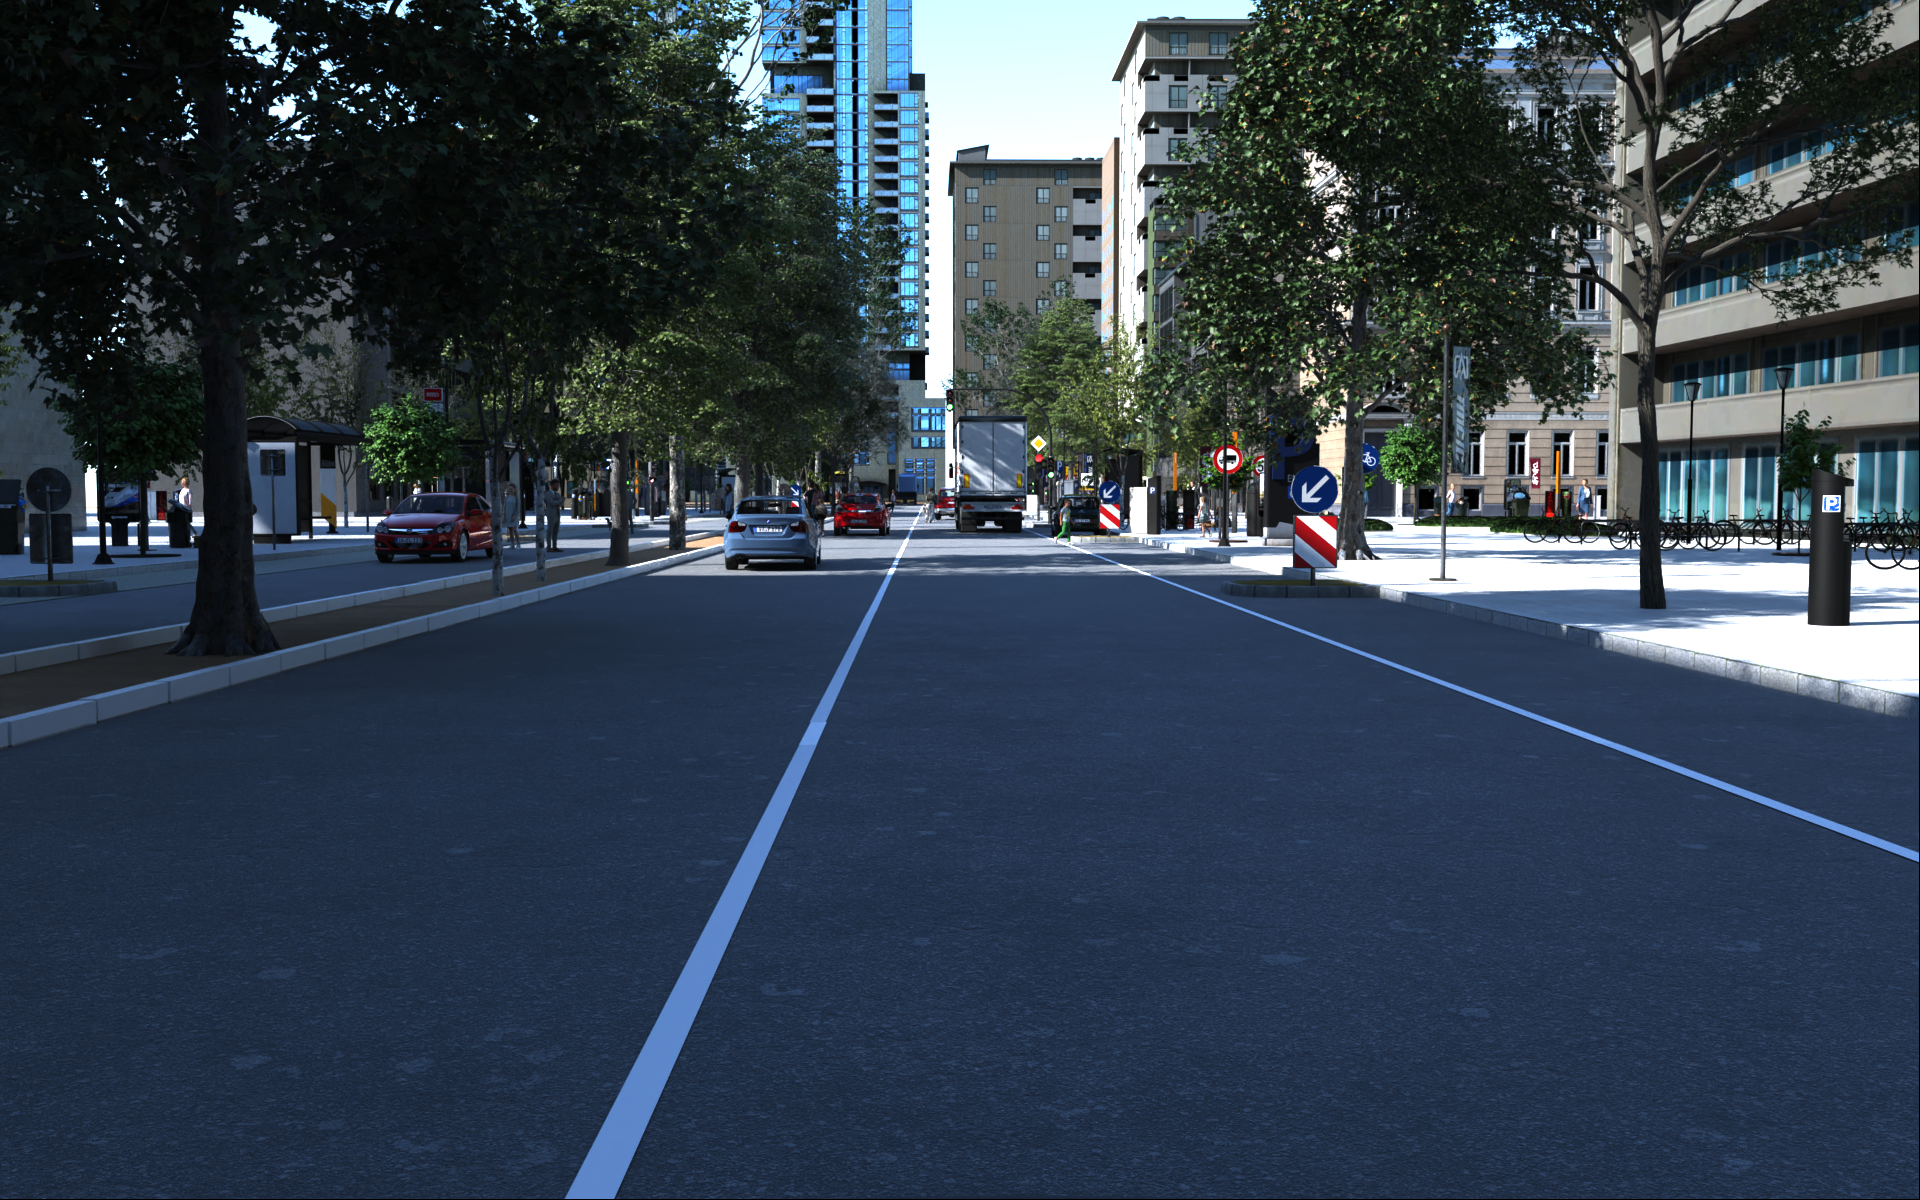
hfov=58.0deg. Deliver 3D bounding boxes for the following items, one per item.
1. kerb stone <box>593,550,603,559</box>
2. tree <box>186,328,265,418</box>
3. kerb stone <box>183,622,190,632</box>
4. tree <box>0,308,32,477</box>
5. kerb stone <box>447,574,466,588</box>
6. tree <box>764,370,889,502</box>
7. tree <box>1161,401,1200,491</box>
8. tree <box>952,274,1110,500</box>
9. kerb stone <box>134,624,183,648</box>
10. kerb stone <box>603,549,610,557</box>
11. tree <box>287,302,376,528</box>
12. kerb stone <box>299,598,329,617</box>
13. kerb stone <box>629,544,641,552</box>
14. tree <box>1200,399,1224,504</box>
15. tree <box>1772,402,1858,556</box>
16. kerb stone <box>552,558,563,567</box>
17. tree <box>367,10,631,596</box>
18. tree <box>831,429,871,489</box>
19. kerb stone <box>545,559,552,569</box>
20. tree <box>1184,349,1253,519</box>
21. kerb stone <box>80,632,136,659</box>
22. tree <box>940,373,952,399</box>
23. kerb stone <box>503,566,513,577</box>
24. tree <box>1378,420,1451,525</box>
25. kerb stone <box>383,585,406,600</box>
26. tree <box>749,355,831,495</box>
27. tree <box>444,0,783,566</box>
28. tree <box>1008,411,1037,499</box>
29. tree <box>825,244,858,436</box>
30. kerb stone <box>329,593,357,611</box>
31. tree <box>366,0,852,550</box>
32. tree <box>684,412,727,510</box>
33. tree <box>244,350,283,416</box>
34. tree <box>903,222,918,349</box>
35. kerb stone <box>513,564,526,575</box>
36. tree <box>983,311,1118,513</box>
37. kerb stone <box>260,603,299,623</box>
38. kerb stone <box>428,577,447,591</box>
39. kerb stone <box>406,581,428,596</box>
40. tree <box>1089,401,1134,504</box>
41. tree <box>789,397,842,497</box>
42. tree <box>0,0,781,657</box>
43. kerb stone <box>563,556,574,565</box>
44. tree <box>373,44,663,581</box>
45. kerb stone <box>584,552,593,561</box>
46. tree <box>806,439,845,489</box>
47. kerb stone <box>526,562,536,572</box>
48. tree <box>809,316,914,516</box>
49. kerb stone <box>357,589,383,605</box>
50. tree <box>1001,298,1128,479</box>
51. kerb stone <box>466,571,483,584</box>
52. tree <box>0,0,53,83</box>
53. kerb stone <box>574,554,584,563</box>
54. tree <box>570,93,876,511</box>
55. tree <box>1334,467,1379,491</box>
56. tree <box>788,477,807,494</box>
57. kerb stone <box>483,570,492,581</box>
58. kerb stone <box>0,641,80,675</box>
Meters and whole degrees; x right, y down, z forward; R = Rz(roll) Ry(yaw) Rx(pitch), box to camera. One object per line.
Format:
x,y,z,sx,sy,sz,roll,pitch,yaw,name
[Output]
-8.043,-0.963,37.949,0.120,0.150,1.000,0,4,-1,kerb stone
-24.428,-6.683,59.630,4.737,8.622,4.395,0,3,0,tree
-7.670,0.295,17.435,0.120,0.150,1.000,0,4,-1,kerb stone
-26.218,-5.751,44.398,4.737,8.622,4.395,0,3,0,tree
-7.840,-0.273,26.662,0.120,0.150,1.000,0,4,-1,kerb stone
-7.869,-9.423,90.942,8.767,10.594,7.601,0,4,-1,tree
16.503,-10.710,125.465,4.360,8.622,3.978,0,3,0,tree
6.973,-17.912,148.745,12.611,20.169,13.585,0,3,0,tree
-7.664,0.356,16.413,0.120,0.150,1.000,0,4,-1,kerb stone
-8.066,-1.026,38.973,0.120,0.150,1.000,0,4,-1,kerb stone
-23.387,-7.050,65.630,4.360,8.622,3.978,0,3,0,tree
-7.733,0.103,20.513,0.120,0.150,1.000,0,4,-1,kerb stone
-8.139,-1.277,43.073,0.120,0.150,1.000,0,4,-1,kerb stone
13.523,-9.233,101.328,4.737,8.622,4.395,0,3,0,tree
17.398,-2.530,35.969,1.663,3.219,1.824,0,3,0,tree
-7.975,-0.713,33.848,0.120,0.150,1.000,0,4,-1,kerb stone
-6.420,-4.338,23.742,4.737,8.622,4.395,0,3,0,tree
-8.310,-10.395,122.776,4.360,8.622,3.978,0,3,0,tree
-7.957,-0.650,32.819,0.120,0.150,1.000,0,4,-1,kerb stone
15.227,-9.493,89.621,7.601,10.594,8.767,-1,4,-18,tree
-7.638,0.419,15.391,0.120,0.150,1.000,0,4,-1,kerb stone
4.637,-22.969,231.433,12.611,20.169,13.585,0,3,0,tree
-7.899,-0.462,29.748,0.120,0.150,1.000,0,4,-1,kerb stone
19.027,-5.422,72.362,4.285,4.588,4.351,0,3,0,tree
-7.793,-0.082,23.588,0.120,0.150,1.000,0,4,-1,kerb stone
-7.646,-7.321,72.513,4.360,8.622,3.978,0,3,0,tree
-6.899,-6.970,34.549,7.486,12.596,7.792,0,3,0,tree
4.747,-11.573,139.587,4.737,8.622,4.395,0,3,0,tree
-7.654,-8.840,65.123,7.486,12.596,7.792,0,3,0,tree
-7.755,0.042,21.537,0.120,0.150,1.000,0,4,-1,kerb stone
-8.438,-11.381,44.420,12.611,20.169,13.585,0,3,0,tree
-22.163,-11.846,144.049,4.737,8.622,4.395,0,3,0,tree
-23.606,-6.309,53.507,4.360,8.622,3.978,0,3,0,tree
-9.460,-14.830,100.809,12.611,20.169,13.585,0,3,0,tree
-7.927,-0.523,30.776,0.120,0.150,1.000,0,4,-1,kerb stone
6.334,-12.607,116.492,12.009,13.543,11.850,0,3,0,tree
-7.714,0.166,19.491,0.120,0.150,1.000,0,4,-1,kerb stone
-7.829,-0.210,25.632,0.120,0.150,1.000,0,4,-1,kerb stone
-7.805,-0.140,24.610,0.120,0.150,1.000,0,4,-1,kerb stone
10.932,-11.010,130.379,4.360,8.622,3.978,0,3,0,tree
-7.714,-7.984,83.356,4.737,8.622,4.395,0,3,0,tree
-6.612,-5.867,15.394,9.611,12.733,9.660,0,3,0,tree
-7.993,-0.772,34.879,0.120,0.150,1.000,0,4,-1,kerb stone
-6.891,-4.621,28.374,4.360,8.622,3.978,0,3,0,tree
-8.032,-0.901,36.927,0.120,0.150,1.000,0,4,-1,kerb stone
-19.420,-19.329,233.028,9.611,12.733,9.660,0,3,0,tree
-7.942,-0.587,31.797,0.120,0.150,1.000,0,4,-1,kerb stone
-8.291,-12.269,113.422,12.009,13.543,11.850,0,3,0,tree
-7.771,-0.022,22.558,0.120,0.150,1.000,0,4,-1,kerb stone
6.076,-11.164,100.651,7.486,12.596,7.792,0,3,0,tree
-7.859,-0.336,27.686,0.120,0.150,1.000,0,4,-1,kerb stone
-6.383,-3.387,8.205,4.360,8.622,3.978,0,3,0,tree
-8.012,-0.836,35.905,0.120,0.150,1.000,0,4,-1,kerb stone
-7.153,-8.992,56.126,9.857,13.997,8.962,0,3,0,tree
15.349,-4.462,67.561,1.663,3.219,1.824,0,3,0,tree
-18.874,-12.324,196.098,1.663,3.219,1.824,0,3,0,tree
-7.877,-0.396,28.721,0.120,0.150,1.000,0,4,-1,kerb stone
-7.626,0.479,14.369,0.120,0.150,1.000,0,4,-1,kerb stone
